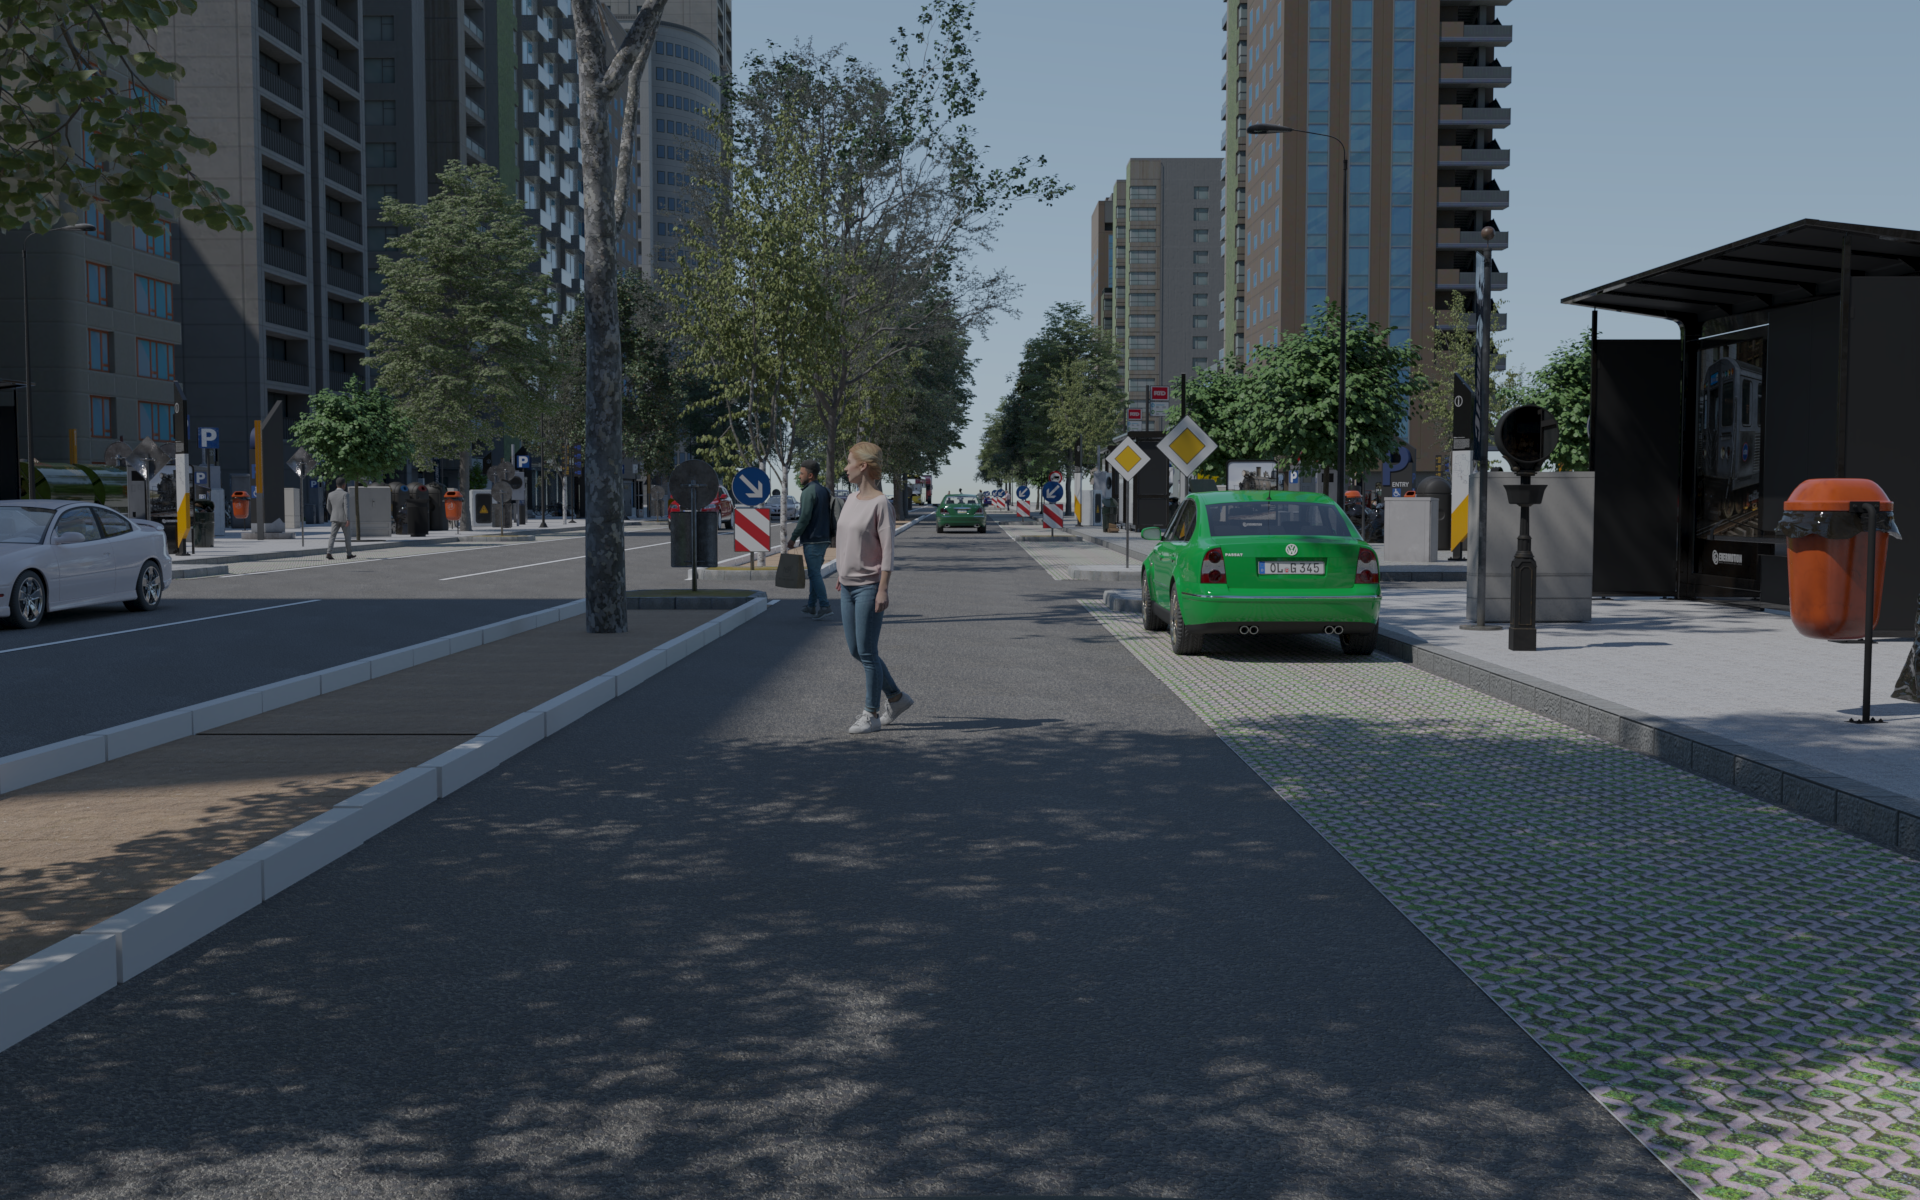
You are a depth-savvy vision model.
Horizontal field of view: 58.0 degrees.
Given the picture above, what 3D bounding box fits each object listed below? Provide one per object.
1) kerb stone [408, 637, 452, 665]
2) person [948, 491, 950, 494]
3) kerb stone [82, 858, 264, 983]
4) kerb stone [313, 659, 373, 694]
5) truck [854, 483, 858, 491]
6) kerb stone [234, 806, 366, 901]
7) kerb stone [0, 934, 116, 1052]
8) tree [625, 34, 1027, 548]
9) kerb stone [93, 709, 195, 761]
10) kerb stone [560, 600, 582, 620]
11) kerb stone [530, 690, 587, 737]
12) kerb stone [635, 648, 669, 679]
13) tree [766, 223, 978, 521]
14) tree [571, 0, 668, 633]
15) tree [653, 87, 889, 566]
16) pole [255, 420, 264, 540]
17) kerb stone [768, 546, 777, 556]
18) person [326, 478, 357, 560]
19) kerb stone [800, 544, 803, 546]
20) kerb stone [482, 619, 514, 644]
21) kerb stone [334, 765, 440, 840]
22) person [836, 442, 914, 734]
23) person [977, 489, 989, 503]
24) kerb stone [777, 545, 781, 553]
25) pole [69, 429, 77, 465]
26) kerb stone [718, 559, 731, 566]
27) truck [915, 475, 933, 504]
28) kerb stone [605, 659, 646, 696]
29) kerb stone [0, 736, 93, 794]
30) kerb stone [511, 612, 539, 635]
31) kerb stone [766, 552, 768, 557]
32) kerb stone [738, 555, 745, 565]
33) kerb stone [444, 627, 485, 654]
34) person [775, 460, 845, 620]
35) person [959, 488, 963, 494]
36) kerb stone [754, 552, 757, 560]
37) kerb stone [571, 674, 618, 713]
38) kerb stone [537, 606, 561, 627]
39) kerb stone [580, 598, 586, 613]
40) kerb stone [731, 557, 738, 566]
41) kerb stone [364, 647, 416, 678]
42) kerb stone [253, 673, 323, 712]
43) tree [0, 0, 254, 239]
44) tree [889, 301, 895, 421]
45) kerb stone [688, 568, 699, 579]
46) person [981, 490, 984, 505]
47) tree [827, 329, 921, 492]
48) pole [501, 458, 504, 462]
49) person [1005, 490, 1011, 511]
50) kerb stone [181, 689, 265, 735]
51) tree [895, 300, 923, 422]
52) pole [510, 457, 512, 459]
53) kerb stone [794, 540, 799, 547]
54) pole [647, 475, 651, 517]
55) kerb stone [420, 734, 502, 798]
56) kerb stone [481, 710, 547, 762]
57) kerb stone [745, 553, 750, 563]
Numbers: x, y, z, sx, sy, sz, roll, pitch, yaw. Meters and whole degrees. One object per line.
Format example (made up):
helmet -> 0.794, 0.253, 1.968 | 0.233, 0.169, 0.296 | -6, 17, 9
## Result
kerb stone -> -4.585, 0.451, 14.846 | 0.120, 0.150, 1.000 | 0, 4, 0
person -> -1.233, -11.885, 202.752 | 0.705, 1.831, 1.348 | 3, 5, 44
kerb stone -> -2.511, 1.017, 5.572 | 0.120, 0.150, 1.000 | 0, 4, 0
kerb stone -> -4.592, 0.576, 12.802 | 0.120, 0.150, 1.000 | 0, 4, 0
truck -> -10.366, -12.957, 201.606 | 2.967, 4.110, 18.799 | 0, 4, 0
kerb stone -> -2.509, 0.959, 6.600 | 0.120, 0.150, 1.000 | 0, 4, 0
kerb stone -> -2.521, 1.079, 4.549 | 0.120, 0.150, 1.000 | 0, 4, 0
tree -> -3.444, -8.125, 45.671 | 12.009, 13.543, 11.850 | 0, 3, 0
kerb stone -> -4.602, 0.762, 9.735 | 0.120, 0.150, 1.000 | 0, 4, 0
kerb stone -> -4.556, 0.139, 19.969 | 0.120, 0.150, 1.000 | 0, 4, 0
kerb stone -> -2.495, 0.702, 10.711 | 0.120, 0.150, 1.000 | 0, 4, 0
kerb stone -> -2.485, 0.519, 13.782 | 0.120, 0.150, 1.000 | 0, 4, 0
tree -> -3.812, -10.480, 80.459 | 9.857, 13.997, 8.962 | 0, 3, 0
tree -> -2.438, -9.668, 16.420 | 12.611, 20.169, 13.585 | 0, 3, 0
tree -> -3.642, -4.807, 31.419 | 4.737, 8.622, 4.395 | 0, 3, 0
pole -> -19.451, -3.318, 48.085 | 0.158, 3.312, 0.155 | 0, 3, 0
kerb stone -> -4.497, -1.150, 40.992 | 0.120, 0.150, 1.000 | 0, 4, 0
person -> -13.538, -1.774, 37.785 | 0.678, 1.792, 0.850 | 1, 4, 15
kerb stone -> -4.459, -1.589, 48.176 | 0.120, 0.150, 1.000 | 0, 4, 0
kerb stone -> -4.569, 0.324, 16.901 | 0.120, 0.150, 1.000 | 0, 4, 0
kerb stone -> -2.517, 0.891, 7.626 | 0.120, 0.150, 1.000 | 0, 4, 0
person -> -0.528, -0.083, 10.534 | 0.598, 1.740, 0.731 | -3, 5, -43
person -> 1.633, -8.023, 139.765 | 1.350, 1.814, 0.705 | 0, 4, -1
kerb stone -> -4.479, -1.212, 42.014 | 0.120, 0.150, 1.000 | 0, 4, 0
pole -> -27.761, -3.697, 54.281 | 0.158, 3.312, 0.155 | 0, 3, 0
kerb stone -> -4.519, -0.647, 32.813 | 0.120, 0.150, 1.000 | 0, 4, 0
truck -> -5.366, -16.268, 254.888 | 2.839, 4.237, 11.283 | 0, 4, 0
kerb stone -> -2.482, 0.579, 12.755 | 0.120, 0.150, 1.000 | 0, 4, 0
kerb stone -> -4.605, 0.825, 8.704 | 0.120, 0.150, 1.000 | 0, 4, 0
kerb stone -> -4.571, 0.261, 17.923 | 0.120, 0.150, 1.000 | 0, 4, 0
kerb stone -> -4.499, -1.023, 38.948 | 0.120, 0.150, 1.000 | 0, 4, 0
kerb stone -> -4.506, -0.771, 34.858 | 0.120, 0.150, 1.000 | 0, 4, 0
kerb stone -> -4.582, 0.387, 15.875 | 0.120, 0.150, 1.000 | 0, 4, 0
person -> -1.709, -0.691, 19.787 | 0.713, 1.824, 0.794 | 3, 5, 42
person -> 0.020, -5.743, 102.735 | 0.374, 1.781, 0.599 | 1, 4, 15
kerb stone -> -4.497, -0.900, 36.904 | 0.120, 0.150, 1.000 | 0, 4, 0
kerb stone -> -2.498, 0.644, 11.733 | 0.120, 0.150, 1.000 | 0, 4, 0
kerb stone -> -4.568, 0.204, 18.946 | 0.120, 0.150, 1.000 | 0, 4, 0
kerb stone -> -4.559, 0.074, 20.991 | 0.120, 0.150, 1.000 | 0, 4, 0
kerb stone -> -4.516, -0.712, 33.836 | 0.120, 0.150, 1.000 | 0, 4, 0
kerb stone -> -4.586, 0.512, 13.824 | 0.120, 0.150, 1.000 | 0, 4, 0
kerb stone -> -4.600, 0.637, 11.780 | 0.120, 0.150, 1.000 | 0, 4, 0
tree -> -3.573, -5.116, 4.226 | 7.486, 12.596, 7.792 | 0, 3, 0
tree -> -3.723, -5.103, 36.247 | 4.737, 8.622, 4.395 | 0, 3, 0
kerb stone -> -4.529, -0.460, 29.727 | 0.120, 0.150, 1.000 | 0, 4, 0
person -> 2.176, -10.374, 178.104 | 0.705, 1.826, 1.348 | -2, 4, -24
tree -> -3.601, -7.360, 73.161 | 4.360, 8.622, 3.978 | 0, 3, 0
pole -> -25.983, -6.399, 98.461 | 0.158, 3.312, 0.155 | 0, 3, 0
person -> 3.597, -7.498, 132.035 | 0.436, 1.711, 0.756 | 3, 5, 44
kerb stone -> -4.599, 0.700, 10.757 | 0.120, 0.150, 1.000 | 0, 4, 0
tree -> -3.103, -6.219, 54.505 | 4.737, 8.622, 4.395 | 0, 3, 0
pole -> -24.394, -6.150, 94.393 | 0.158, 3.312, 0.155 | 0, 3, 0
kerb stone -> -4.470, -1.463, 46.116 | 0.120, 0.150, 1.000 | 0, 4, 0
pole -> -17.072, -6.184, 94.954 | 0.158, 3.312, 0.155 | 0, 3, 0
kerb stone -> -2.499, 0.829, 8.659 | 0.120, 0.150, 1.000 | 0, 4, 0
kerb stone -> -2.507, 0.766, 9.686 | 0.120, 0.150, 1.000 | 0, 4, 0
kerb stone -> -4.499, -0.835, 35.882 | 0.120, 0.150, 1.000 | 0, 4, 0
